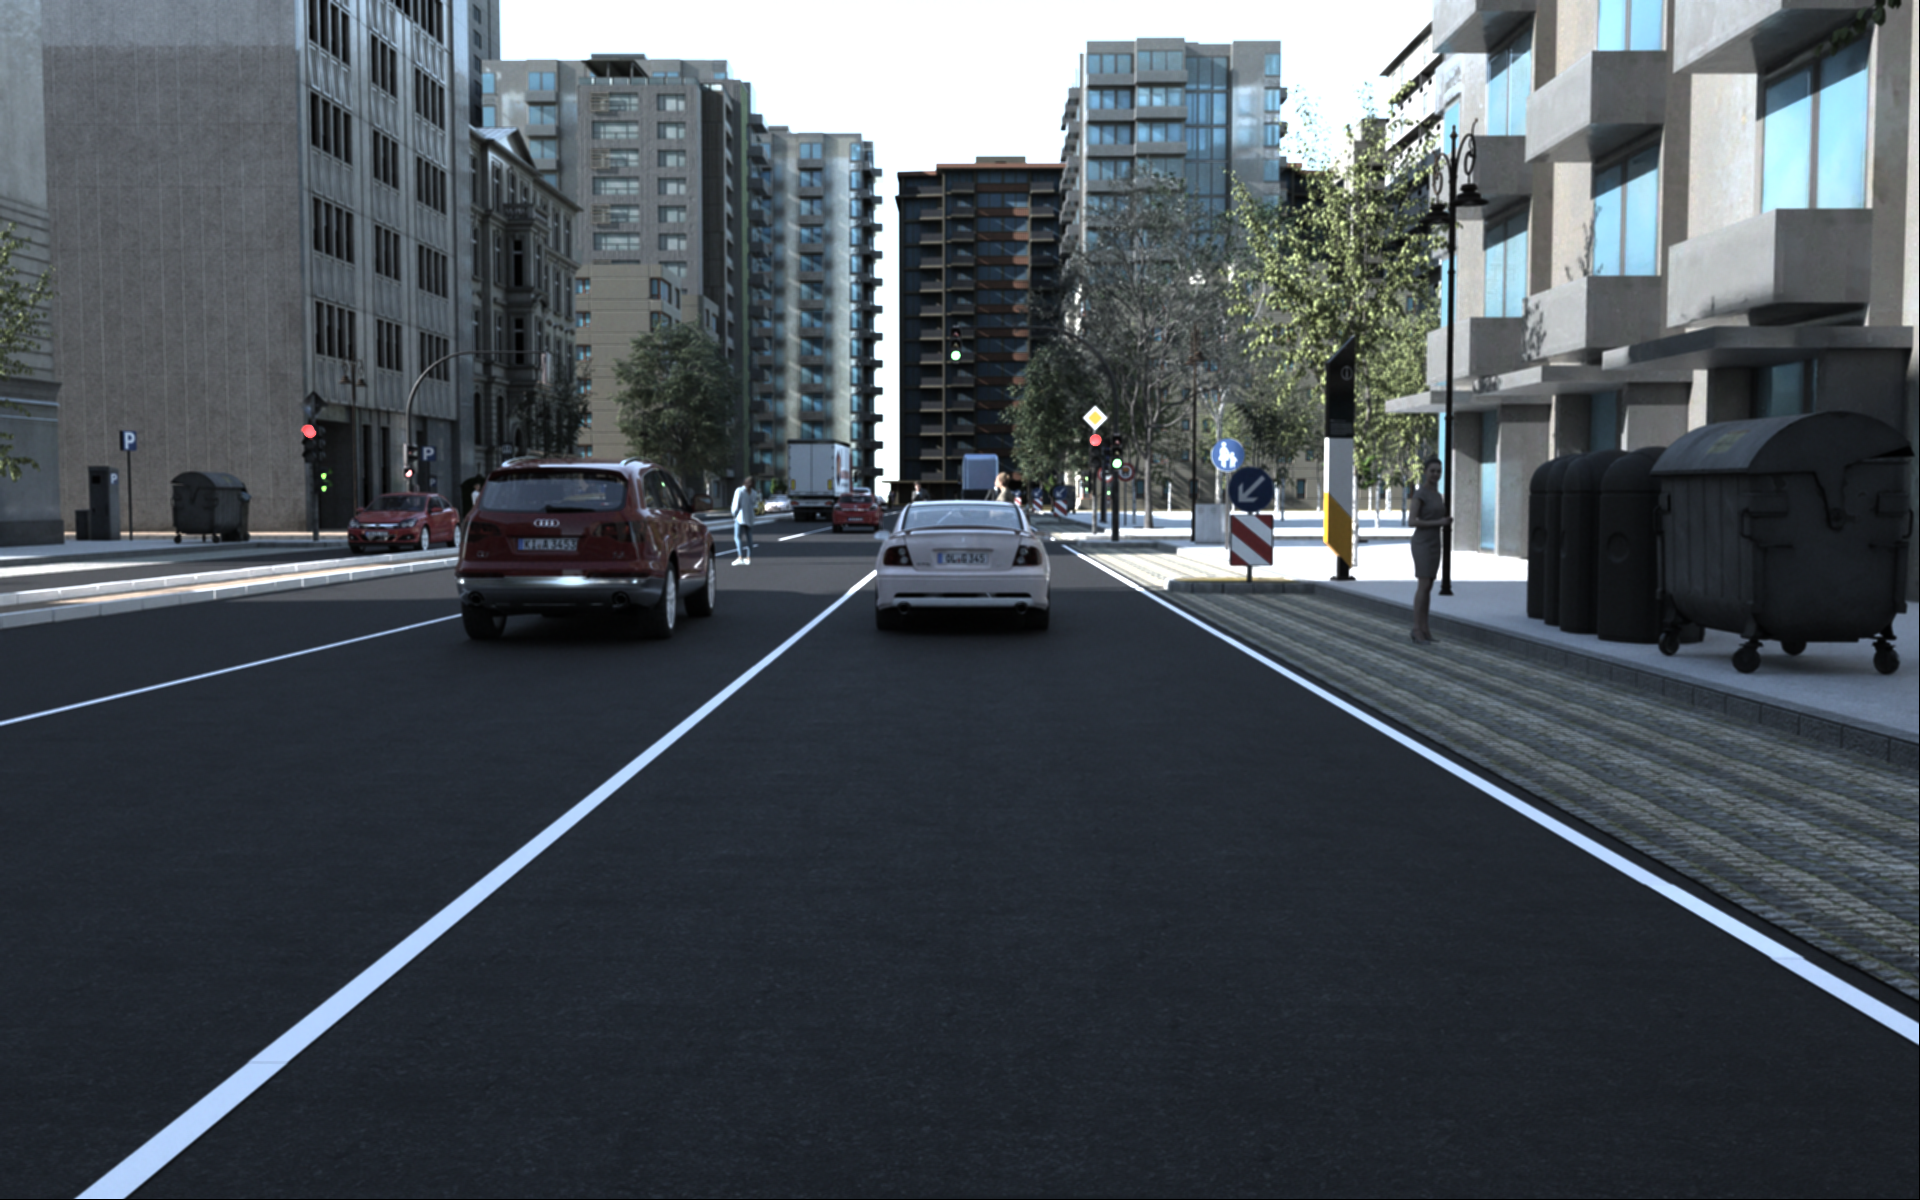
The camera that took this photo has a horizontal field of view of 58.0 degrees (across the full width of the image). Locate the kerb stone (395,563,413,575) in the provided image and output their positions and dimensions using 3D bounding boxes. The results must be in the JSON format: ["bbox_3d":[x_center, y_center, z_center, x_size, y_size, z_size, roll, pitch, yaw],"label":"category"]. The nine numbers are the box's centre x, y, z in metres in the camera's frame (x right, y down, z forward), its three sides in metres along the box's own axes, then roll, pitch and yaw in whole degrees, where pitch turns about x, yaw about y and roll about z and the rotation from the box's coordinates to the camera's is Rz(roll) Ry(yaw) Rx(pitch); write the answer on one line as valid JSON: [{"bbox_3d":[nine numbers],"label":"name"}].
[{"bbox_3d":[-10.091,-0.546,31.128,0.120,0.150,1.000,0,4,0],"label":"kerb stone"}]

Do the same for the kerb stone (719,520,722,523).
[{"bbox_3d":[-11.780,-3.775,83.963,0.120,0.150,1.000,0,4,0],"label":"kerb stone"}]

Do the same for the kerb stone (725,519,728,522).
[{"bbox_3d":[-11.766,-3.903,86.010,0.120,0.150,1.000,0,4,0],"label":"kerb stone"}]

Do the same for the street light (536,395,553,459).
[{"bbox_3d":[-19.337,-6.603,80.740,0.468,5.910,1.993,0,4,0],"label":"street light"}]

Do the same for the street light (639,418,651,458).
[{"bbox_3d":[-19.249,-8.139,105.868,0.468,5.910,1.993,0,4,0],"label":"street light"}]

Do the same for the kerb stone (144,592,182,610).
[{"bbox_3d":[-10.162,0.019,21.907,0.120,0.150,1.000,0,4,0],"label":"kerb stone"}]

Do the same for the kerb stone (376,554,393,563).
[{"bbox_3d":[-12.152,-0.858,36.246,0.120,0.150,1.000,0,4,0],"label":"kerb stone"}]

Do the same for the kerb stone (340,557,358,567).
[{"bbox_3d":[-12.167,-0.732,34.199,0.120,0.150,1.000,0,4,0],"label":"kerb stone"}]

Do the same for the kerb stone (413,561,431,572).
[{"bbox_3d":[-10.084,-0.610,32.162,0.120,0.150,1.000,0,4,0],"label":"kerb stone"}]

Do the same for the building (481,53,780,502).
[{"bbox_3d":[-36.871,-34.977,191.477,30.456,49.044,23.786,0,4,0],"label":"building"}]

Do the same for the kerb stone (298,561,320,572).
[{"bbox_3d":[-12.180,-0.609,32.155,0.120,0.150,1.000,0,4,0],"label":"kerb stone"}]

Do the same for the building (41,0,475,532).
[{"bbox_3d":[-27.885,-15.253,67.411,12.078,24.808,19.932,0,4,0],"label":"building"}]

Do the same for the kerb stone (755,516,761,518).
[{"bbox_3d":[-11.658,-4.718,99.350,0.120,0.150,1.000,0,4,0],"label":"kerb stone"}]

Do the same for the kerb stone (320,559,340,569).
[{"bbox_3d":[-12.176,-0.672,33.177,0.120,0.150,1.000,0,4,0],"label":"kerb stone"}]

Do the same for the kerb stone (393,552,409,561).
[{"bbox_3d":[-12.142,-0.919,37.275,0.120,0.150,1.000,0,4,0],"label":"kerb stone"}]

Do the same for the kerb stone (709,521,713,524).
[{"bbox_3d":[-11.799,-3.590,80.886,0.120,0.150,1.000,0,4,0],"label":"kerb stone"}]

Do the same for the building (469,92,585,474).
[{"bbox_3d":[-29.906,-16.858,94.708,14.460,24.649,34.723,0,4,0],"label":"building"}]

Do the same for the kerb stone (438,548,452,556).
[{"bbox_3d":[-12.116,-1.108,40.345,0.120,0.150,1.000,0,4,0],"label":"kerb stone"}]

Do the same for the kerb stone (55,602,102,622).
[{"bbox_3d":[-10.180,0.143,19.862,0.120,0.150,1.000,0,4,0],"label":"kerb stone"}]

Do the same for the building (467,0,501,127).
[{"bbox_3d":[-63.248,-46.137,192.584,20.611,71.187,20.563,0,4,0],"label":"building"}]

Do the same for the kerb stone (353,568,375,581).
[{"bbox_3d":[-10.103,-0.421,29.082,0.120,0.150,1.000,0,4,0],"label":"kerb stone"}]

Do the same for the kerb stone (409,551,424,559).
[{"bbox_3d":[-12.133,-0.984,38.297,0.120,0.150,1.000,0,4,0],"label":"kerb stone"}]

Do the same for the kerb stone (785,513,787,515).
[{"bbox_3d":[-11.557,-5.531,112.682,0.120,0.150,1.000,0,4,0],"label":"kerb stone"}]

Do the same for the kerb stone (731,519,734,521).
[{"bbox_3d":[-11.741,-4.026,88.071,0.120,0.150,1.000,0,4,0],"label":"kerb stone"}]

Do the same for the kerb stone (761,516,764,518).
[{"bbox_3d":[-11.654,-4.782,100.383,0.120,0.150,1.000,0,4,0],"label":"kerb stone"}]

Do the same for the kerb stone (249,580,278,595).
[{"bbox_3d":[-10.141,-0.166,24.982,0.120,0.150,1.000,0,4,0],"label":"kerb stone"}]

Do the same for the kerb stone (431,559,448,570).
[{"bbox_3d":[-10.081,-0.668,33.184,0.120,0.150,1.000,0,4,0],"label":"kerb stone"}]

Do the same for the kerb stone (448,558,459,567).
[{"bbox_3d":[-10.064,-0.735,34.206,0.120,0.150,1.000,0,4,0],"label":"kerb stone"}]

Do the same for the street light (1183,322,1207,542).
[{"bbox_3d":[6.313,-4.516,46.622,0.468,5.910,1.993,0,4,0],"label":"street light"}]

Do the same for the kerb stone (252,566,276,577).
[{"bbox_3d":[-12.205,-0.484,30.107,0.120,0.150,1.000,0,4,0],"label":"kerb stone"}]

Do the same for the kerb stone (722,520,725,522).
[{"bbox_3d":[-11.770,-3.841,84.988,0.120,0.150,1.000,0,4,0],"label":"kerb stone"}]

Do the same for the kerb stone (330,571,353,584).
[{"bbox_3d":[-10.115,-0.358,28.056,0.120,0.150,1.000,0,4,0],"label":"kerb stone"}]

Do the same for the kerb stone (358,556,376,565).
[{"bbox_3d":[-12.163,-0.797,35.221,0.120,0.150,1.000,0,4,0],"label":"kerb stone"}]

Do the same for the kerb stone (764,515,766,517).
[{"bbox_3d":[-11.640,-4.845,101.413,0.120,0.150,1.000,0,4,0],"label":"kerb stone"}]

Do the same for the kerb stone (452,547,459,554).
[{"bbox_3d":[-12.114,-1.167,41.367,0.120,0.150,1.000,0,4,0],"label":"kerb stone"}]

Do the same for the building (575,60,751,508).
[{"bbox_3d":[-28.074,-29.494,165.829,14.154,41.232,14.086,0,4,0],"label":"building"}]

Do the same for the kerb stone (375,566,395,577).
[{"bbox_3d":[-10.100,-0.484,30.106,0.120,0.150,1.000,0,4,0],"label":"kerb stone"}]

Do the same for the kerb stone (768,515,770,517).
[{"bbox_3d":[-11.625,-4.971,103.464,0.120,0.150,1.000,0,4,0],"label":"kerb stone"}]

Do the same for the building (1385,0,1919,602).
[{"bbox_3d":[20.961,-24.953,27.593,23.786,49.044,30.456,0,4,0],"label":"building"}]

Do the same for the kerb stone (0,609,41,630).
[{"bbox_3d":[-10.193,0.206,18.831,0.120,0.150,1.000,0,4,0],"label":"kerb stone"}]

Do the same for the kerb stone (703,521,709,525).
[{"bbox_3d":[-11.807,-3.526,79.863,0.120,0.150,1.000,0,4,0],"label":"kerb stone"}]

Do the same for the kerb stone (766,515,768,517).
[{"bbox_3d":[-11.633,-4.907,102.437,0.120,0.150,1.000,0,4,0],"label":"kerb stone"}]

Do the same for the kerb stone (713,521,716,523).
[{"bbox_3d":[-11.790,-3.650,81.914,0.120,0.150,1.000,0,4,0],"label":"kerb stone"}]

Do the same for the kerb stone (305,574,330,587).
[{"bbox_3d":[-10.119,-0.296,27.030,0.120,0.150,1.000,0,4,0],"label":"kerb stone"}]

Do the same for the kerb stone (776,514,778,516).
[{"bbox_3d":[-11.591,-5.219,107.559,0.120,0.150,1.000,0,4,0],"label":"kerb stone"}]

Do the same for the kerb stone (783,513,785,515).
[{"bbox_3d":[-11.565,-5.471,111.652,0.120,0.150,1.000,0,4,0],"label":"kerb stone"}]

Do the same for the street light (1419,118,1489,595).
[{"bbox_3d":[6.183,-3.001,21.857,0.468,5.910,1.993,0,4,0],"label":"street light"}]

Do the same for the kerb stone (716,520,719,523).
[{"bbox_3d":[-11.785,-3.713,82.941,0.120,0.150,1.000,0,4,0],"label":"kerb stone"}]

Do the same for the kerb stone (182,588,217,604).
[{"bbox_3d":[-10.152,-0.040,22.929,0.120,0.150,1.000,0,4,0],"label":"kerb stone"}]

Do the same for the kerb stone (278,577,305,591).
[{"bbox_3d":[-10.132,-0.233,26.004,0.120,0.150,1.000,0,4,0],"label":"kerb stone"}]

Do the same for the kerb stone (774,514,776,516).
[{"bbox_3d":[-11.605,-5.159,106.537,0.120,0.150,1.000,0,4,0],"label":"kerb stone"}]

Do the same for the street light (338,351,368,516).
[{"bbox_3d":[-19.561,-5.088,55.976,0.468,5.910,1.993,0,4,0],"label":"street light"}]

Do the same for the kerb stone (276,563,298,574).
[{"bbox_3d":[-12.192,-0.544,31.129,0.120,0.150,1.000,0,4,0],"label":"kerb stone"}]

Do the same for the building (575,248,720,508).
[{"bbox_3d":[-36.089,-18.349,145.040,27.650,21.520,28.899,0,4,0],"label":"building"}]

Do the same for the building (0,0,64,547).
[{"bbox_3d":[-31.971,-11.627,39.259,18.267,20.994,9.793,0,4,0],"label":"building"}]

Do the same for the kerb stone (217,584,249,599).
[{"bbox_3d":[-10.147,-0.100,23.959,0.120,0.150,1.000,0,4,0],"label":"kerb stone"}]

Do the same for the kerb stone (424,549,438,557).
[{"bbox_3d":[-12.131,-1.046,39.321,0.120,0.150,1.000,0,4,0],"label":"kerb stone"}]

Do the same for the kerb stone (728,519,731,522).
[{"bbox_3d":[-11.754,-3.966,87.038,0.120,0.150,1.000,0,4,0],"label":"kerb stone"}]

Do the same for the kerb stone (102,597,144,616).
[{"bbox_3d":[-10.168,0.081,20.885,0.120,0.150,1.000,0,4,0],"label":"kerb stone"}]
